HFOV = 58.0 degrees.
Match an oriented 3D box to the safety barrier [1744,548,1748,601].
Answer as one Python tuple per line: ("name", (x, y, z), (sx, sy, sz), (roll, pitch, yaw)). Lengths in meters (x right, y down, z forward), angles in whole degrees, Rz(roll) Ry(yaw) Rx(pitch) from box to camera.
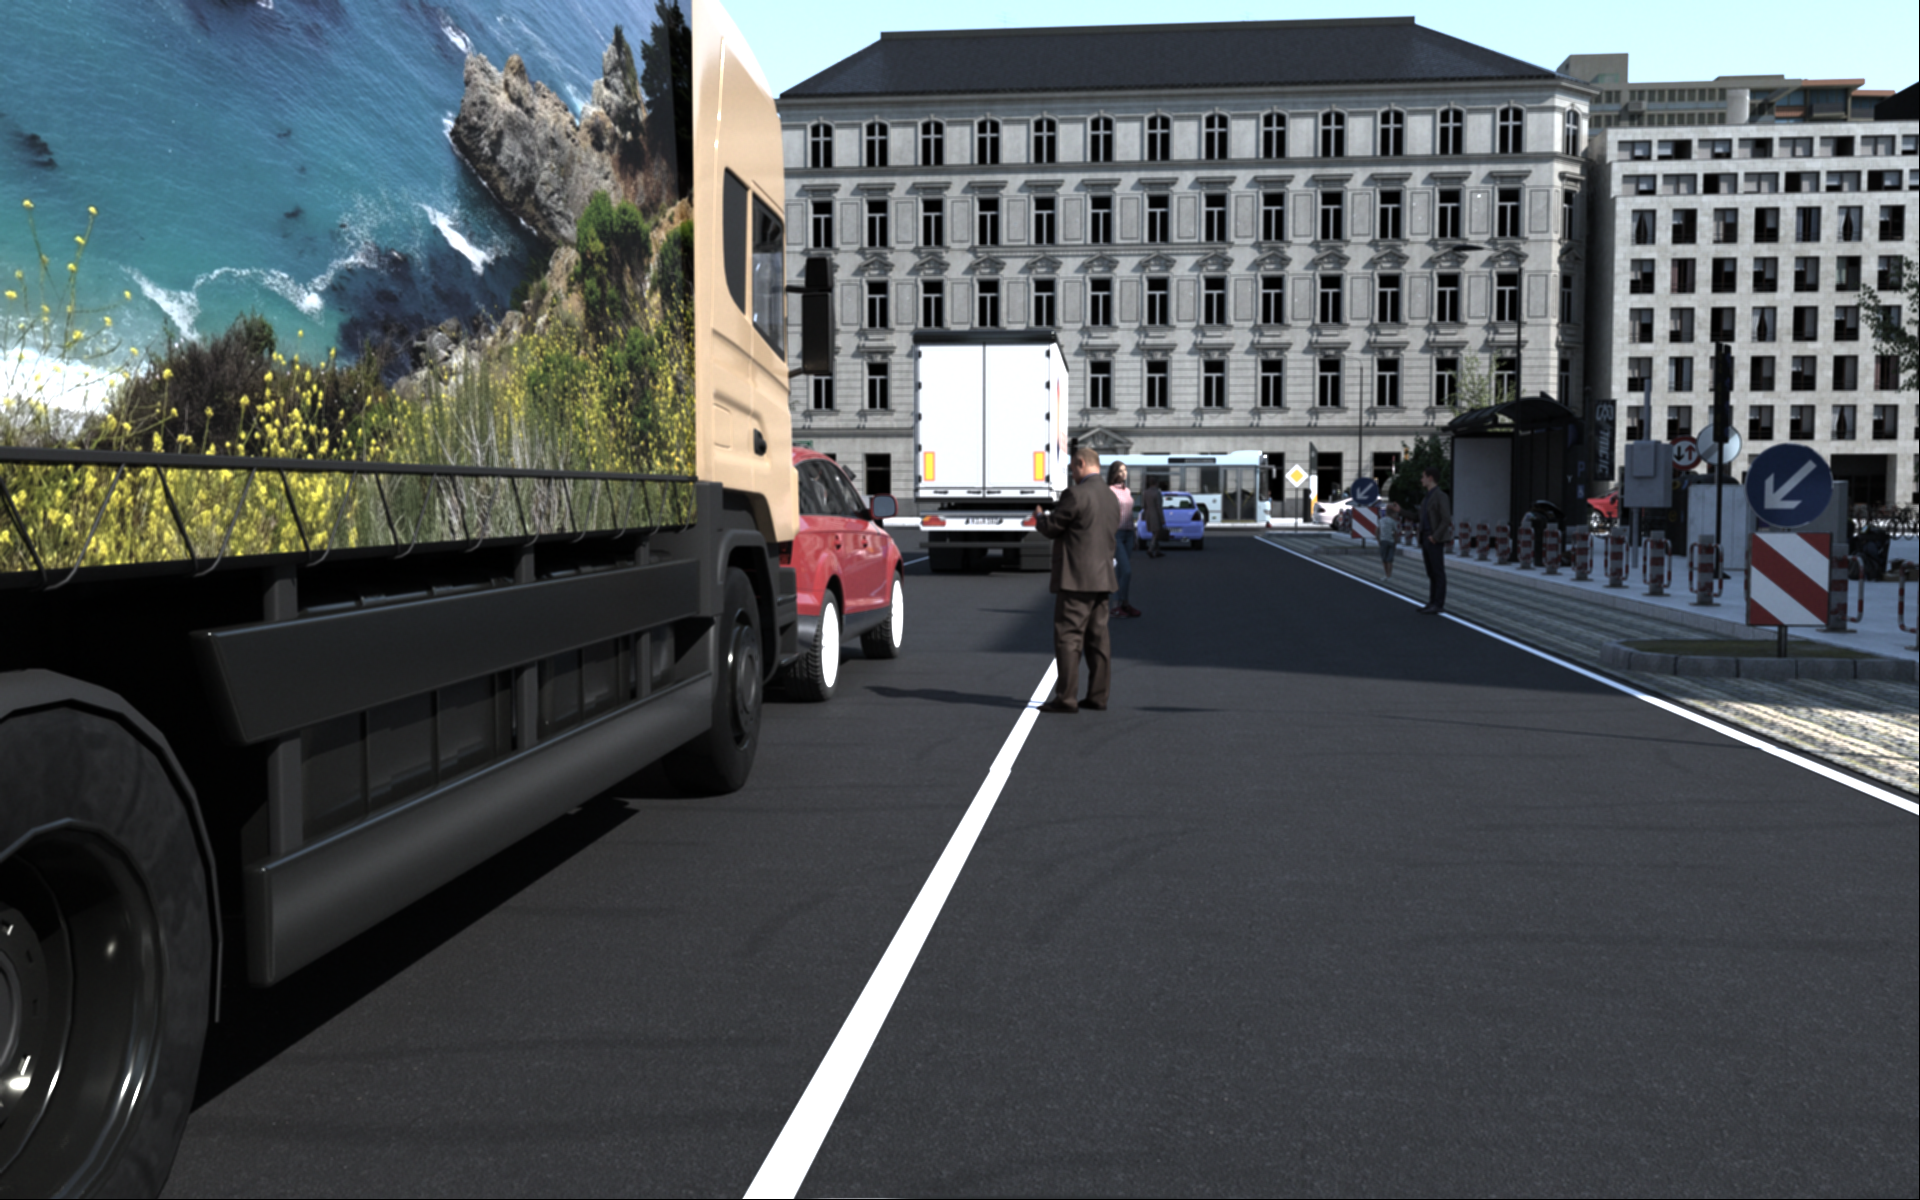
("safety barrier", (8.361, -0.228, 18.002), (0.300, 0.817, 1.120), (0, 4, 6))

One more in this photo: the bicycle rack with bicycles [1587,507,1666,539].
("bicycle rack with bicycles", (19.093, -2.200, 49.353), (2.852, 0.926, 2.925), (-2, 4, -27))

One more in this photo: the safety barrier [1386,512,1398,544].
("safety barrier", (11.320, -1.864, 44.759), (0.300, 0.817, 1.120), (0, 4, 6))

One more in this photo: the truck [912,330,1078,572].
("truck", (0.899, -2.831, 35.207), (2.839, 4.237, 11.283), (0, 4, 5))

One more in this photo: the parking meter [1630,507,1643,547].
("parking meter", (16.505, -2.234, 42.237), (0.255, 1.863, 0.399), (2, 4, 27))

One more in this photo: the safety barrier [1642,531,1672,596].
("safety barrier", (8.786, -0.462, 21.834), (0.300, 0.817, 1.120), (0, 4, 6))

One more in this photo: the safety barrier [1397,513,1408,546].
("safety barrier", (11.103, -1.747, 42.846), (0.300, 0.817, 1.120), (0, 4, 6))

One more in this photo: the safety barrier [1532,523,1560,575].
("safety barrier", (9.419, -0.812, 27.556), (0.300, 0.817, 1.120), (0, 4, 6))

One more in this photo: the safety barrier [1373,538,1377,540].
("safety barrier", (11.739, -2.098, 48.569), (0.300, 0.817, 1.120), (0, 4, 6))

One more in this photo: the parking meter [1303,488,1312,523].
("parking meter", (15.446, -4.197, 77.027), (0.372, 1.533, 0.369), (0, 3, 0))

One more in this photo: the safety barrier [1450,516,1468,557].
("safety barrier", (10.266, -1.280, 35.199), (0.300, 0.817, 1.120), (0, 4, 6))

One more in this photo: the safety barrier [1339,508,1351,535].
("safety barrier", (12.584, -2.564, 56.197), (0.300, 0.817, 1.120), (0, 4, 6))

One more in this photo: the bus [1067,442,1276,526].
("bus", (6.616, -4.572, 69.614), (13.247, 3.499, 2.948), (0, 4, 8))

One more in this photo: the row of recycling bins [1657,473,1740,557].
("row of recycling bins", (15.157, -1.724, 35.293), (1.069, 1.692, 3.534), (1, 4, 12))

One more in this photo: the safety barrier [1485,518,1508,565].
("safety barrier", (9.837, -1.047, 31.386), (0.300, 0.817, 1.120), (0, 4, 6))

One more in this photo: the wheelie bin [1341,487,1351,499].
("wheelie bin", (18.180, -4.452, 80.696), (0.980, 1.594, 0.693), (-3, 5, -42))

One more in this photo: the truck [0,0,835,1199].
("truck", (-2.486, -0.984, 4.995), (2.839, 4.237, 11.283), (0, 4, 5))

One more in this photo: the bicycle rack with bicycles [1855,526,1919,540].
("bicycle rack with bicycles", (26.922, -2.181, 49.043), (2.852, 0.926, 2.925), (0, 4, 5))

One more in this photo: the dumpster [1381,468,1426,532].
("dumpster", (14.562, -3.290, 56.285), (1.502, 2.255, 1.985), (0, 4, 6))

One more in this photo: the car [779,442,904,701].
("car", (-1.716, -0.301, 13.599), (2.281, 1.827, 5.304), (0, 4, 6))

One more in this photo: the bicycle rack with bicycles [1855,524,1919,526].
("bicycle rack with bicycles", (41.424, -3.870, 76.655), (2.925, 0.926, 2.852), (1, 4, 10))

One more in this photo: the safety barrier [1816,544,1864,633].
("safety barrier", (8.155, -0.111, 16.094), (0.300, 0.817, 1.120), (0, 4, 6))

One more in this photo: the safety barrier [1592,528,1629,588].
("safety barrier", (8.998, -0.579, 23.739), (0.300, 0.817, 1.120), (0, 4, 6))

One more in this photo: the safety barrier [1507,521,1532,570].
("safety barrier", (9.631, -0.929, 29.470), (0.300, 0.817, 1.120), (0, 4, 6))

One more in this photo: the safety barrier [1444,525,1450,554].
("safety barrier", (10.473, -1.396, 37.105), (0.300, 0.817, 1.120), (0, 4, 6))

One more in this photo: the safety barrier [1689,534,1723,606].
("safety barrier", (8.577, -0.345, 19.922), (0.300, 0.817, 1.120), (0, 4, 6))

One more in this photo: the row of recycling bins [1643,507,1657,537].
("row of recycling bins", (21.295, -2.784, 52.637), (1.069, 1.692, 3.534), (1, 4, 22))

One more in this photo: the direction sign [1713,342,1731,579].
("direction sign", (11.503, -2.092, 26.204), (0.379, 3.537, 0.876), (3, 4, 36))

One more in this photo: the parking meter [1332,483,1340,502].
("parking meter", (19.067, -5.024, 87.854), (0.255, 1.863, 0.399), (-3, 5, -40))

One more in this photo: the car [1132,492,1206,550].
("car", (5.529, -2.211, 45.738), (1.945, 1.707, 3.694), (0, 4, 5))

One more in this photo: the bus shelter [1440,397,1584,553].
("bus shelter", (12.219, -2.744, 38.783), (2.014, 3.302, 5.546), (0, 4, 6))

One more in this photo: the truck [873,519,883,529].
("truck", (-3.901, -2.113, 24.309), (2.967, 4.110, 18.799), (0, 4, 7))

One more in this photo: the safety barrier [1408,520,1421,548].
("safety barrier", (10.898, -1.631, 40.940), (0.300, 0.817, 1.120), (0, 4, 6))

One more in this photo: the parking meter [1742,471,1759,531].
("parking meter", (20.166, -2.353, 44.182), (0.255, 1.863, 0.399), (-2, 4, -35))

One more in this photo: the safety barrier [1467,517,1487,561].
("safety barrier", (10.054, -1.163, 33.294), (0.300, 0.817, 1.120), (0, 4, 6))

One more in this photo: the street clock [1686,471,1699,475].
("street clock", (22.634, -3.005, 53.698), (0.358, 2.002, 0.471), (-2, 4, -32))

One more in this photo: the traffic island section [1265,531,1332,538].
("traffic island section", (11.229, -2.169, 57.752), (2.009, 0.180, 2.903), (0, 4, 6))

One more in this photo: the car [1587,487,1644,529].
("car", (26.769, -3.714, 69.402), (5.304, 1.827, 2.281), (0, 4, 5))

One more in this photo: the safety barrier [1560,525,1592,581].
("safety barrier", (9.212, -0.695, 25.645), (0.300, 0.817, 1.120), (0, 4, 6))

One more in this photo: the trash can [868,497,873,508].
("trash can", (-3.853, -4.168, 79.795), (0.748, 1.137, 0.748), (0, 3, 0))

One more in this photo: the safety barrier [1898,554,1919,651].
("safety barrier", (7.945, 0.005, 14.189), (0.300, 0.817, 1.120), (0, 4, 6))

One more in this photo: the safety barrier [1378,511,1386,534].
("safety barrier", (11.532, -1.981, 46.664), (0.300, 0.817, 1.120), (0, 4, 6))
